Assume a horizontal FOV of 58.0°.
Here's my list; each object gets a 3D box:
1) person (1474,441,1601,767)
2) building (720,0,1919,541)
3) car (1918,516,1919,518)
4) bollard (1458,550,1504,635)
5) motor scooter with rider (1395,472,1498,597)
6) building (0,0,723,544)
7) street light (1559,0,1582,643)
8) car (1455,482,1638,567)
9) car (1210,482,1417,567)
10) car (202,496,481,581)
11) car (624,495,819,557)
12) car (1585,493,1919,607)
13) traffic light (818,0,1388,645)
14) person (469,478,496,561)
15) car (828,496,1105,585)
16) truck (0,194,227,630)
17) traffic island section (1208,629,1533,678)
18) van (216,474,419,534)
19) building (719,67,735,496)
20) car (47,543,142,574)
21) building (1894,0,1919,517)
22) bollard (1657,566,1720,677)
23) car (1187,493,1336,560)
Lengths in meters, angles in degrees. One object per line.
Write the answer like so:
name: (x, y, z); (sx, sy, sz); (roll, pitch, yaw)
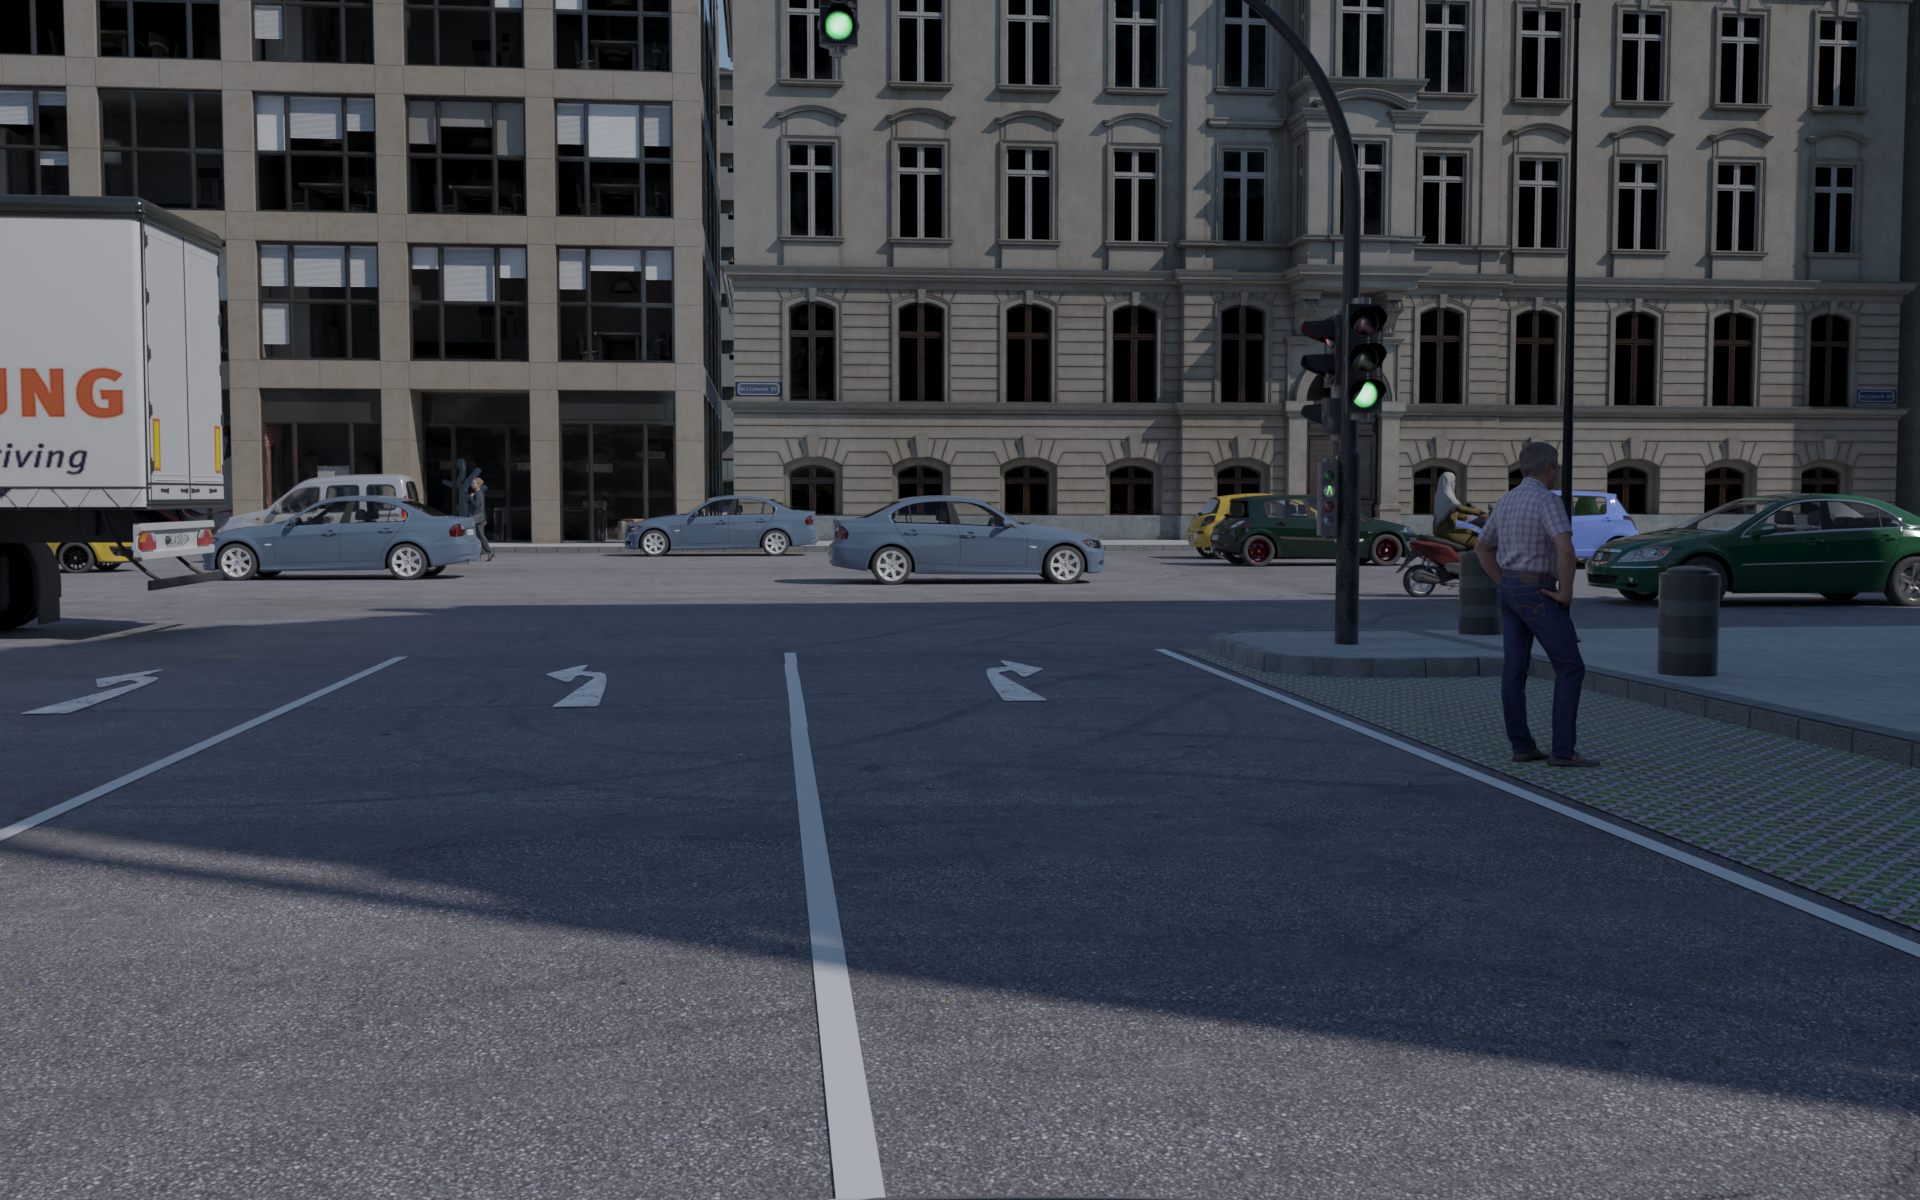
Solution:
person: (3.091, 0.013, 9.222); (0.436, 1.711, 0.756); (-1, 4, -12)
building: (10.080, -14.326, 53.316); (34.723, 24.649, 14.460); (0, 4, -6)
car: (20.169, -1.433, 32.229); (4.718, 1.807, 1.959); (0, 4, -8)
bollard: (4.790, -0.073, 15.913); (0.404, 0.777, 0.398); (0, 3, 0)
motor scooter with rider: (7.034, -0.922, 24.044); (1.986, 1.779, 0.876); (0, 4, -6)
building: (-24.631, -15.139, 52.031); (34.151, 26.468, 19.350); (0, 4, -6)
street light: (4.733, -2.590, 14.890); (1.470, 5.913, 1.316); (0, 4, -6)
car: (11.111, -1.457, 33.418); (3.694, 1.707, 1.945); (0, 4, -7)
car: (7.158, -1.542, 34.992); (4.222, 1.686, 2.009); (0, 4, -6)
car: (-10.498, -1.068, 29.467); (4.499, 1.417, 2.014); (0, 4, -4)
car: (-5.556, -1.738, 40.423); (4.499, 1.417, 2.014); (0, 4, -5)
car: (10.706, -0.669, 22.735); (4.920, 1.459, 2.131); (0, 4, -5)
traffic light: (1.215, -2.429, 14.382); (4.771, 5.953, 1.251); (0, 4, -6)
person: (-10.229, -1.714, 36.946); (0.534, 1.772, 0.576); (-2, 4, -30)
car: (0.110, -0.987, 28.142); (4.499, 1.417, 2.014); (0, 4, -5)
truck: (-13.391, -1.715, 16.948); (11.283, 4.237, 2.839); (0, 4, -7)
traffic island section: (3.326, 0.453, 14.871); (2.009, 0.180, 2.903); (0, 4, -6)
van: (-13.581, -1.818, 36.741); (4.112, 2.044, 2.013); (0, 4, -7)
building: (-37.644, -38.232, 214.333); (27.495, 52.752, 28.713); (0, 4, -6)
car: (-17.218, -1.322, 31.843); (3.980, 1.641, 2.015); (0, 4, -7)
building: (36.647, -12.167, 53.690); (16.860, 20.320, 10.420); (0, 4, -6)
bollard: (5.189, 0.146, 12.334); (0.404, 0.777, 0.398); (0, 3, 0)
car: (7.106, -1.741, 38.696); (3.980, 1.641, 2.015); (0, 4, -5)
